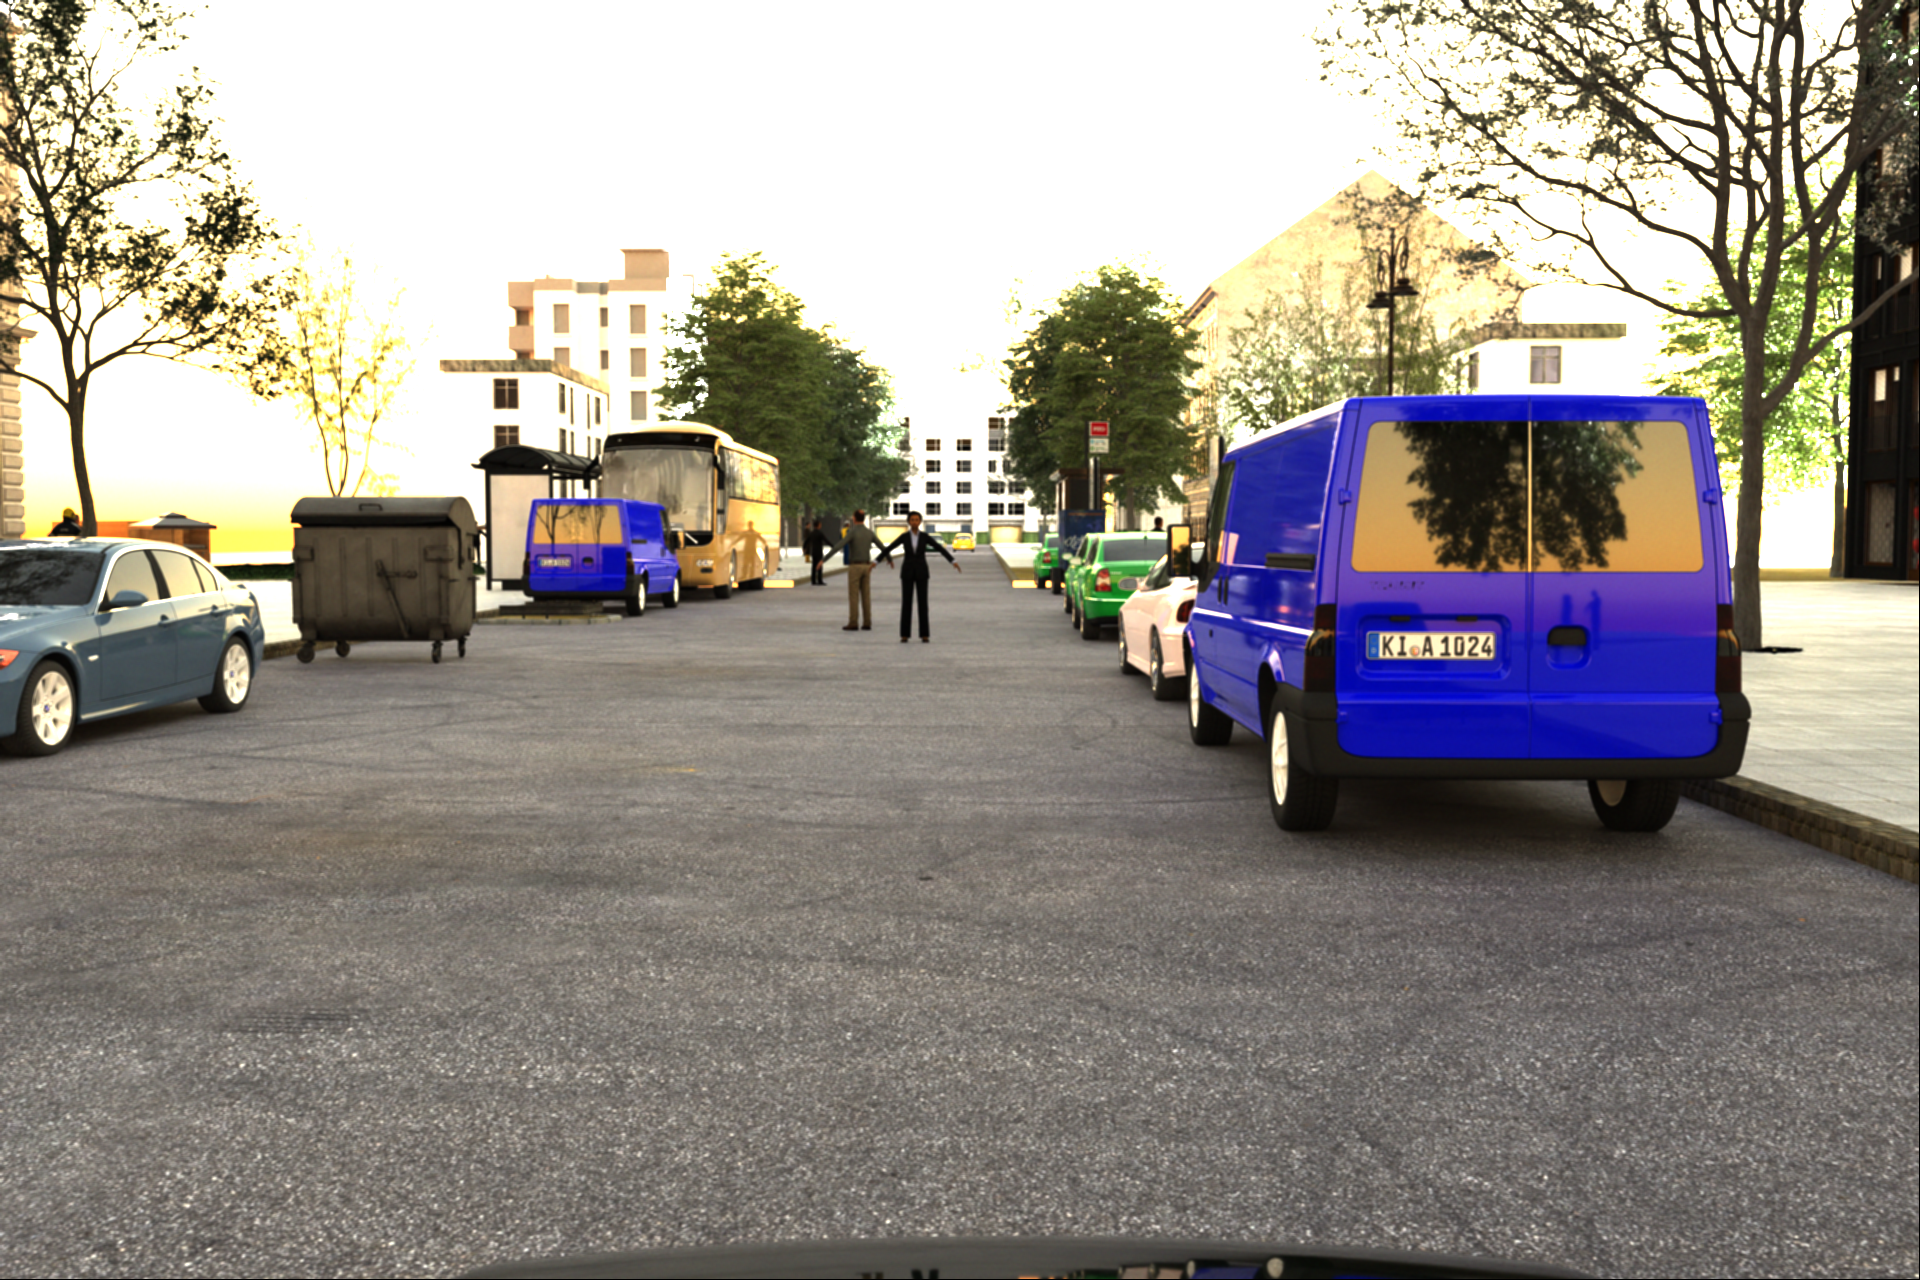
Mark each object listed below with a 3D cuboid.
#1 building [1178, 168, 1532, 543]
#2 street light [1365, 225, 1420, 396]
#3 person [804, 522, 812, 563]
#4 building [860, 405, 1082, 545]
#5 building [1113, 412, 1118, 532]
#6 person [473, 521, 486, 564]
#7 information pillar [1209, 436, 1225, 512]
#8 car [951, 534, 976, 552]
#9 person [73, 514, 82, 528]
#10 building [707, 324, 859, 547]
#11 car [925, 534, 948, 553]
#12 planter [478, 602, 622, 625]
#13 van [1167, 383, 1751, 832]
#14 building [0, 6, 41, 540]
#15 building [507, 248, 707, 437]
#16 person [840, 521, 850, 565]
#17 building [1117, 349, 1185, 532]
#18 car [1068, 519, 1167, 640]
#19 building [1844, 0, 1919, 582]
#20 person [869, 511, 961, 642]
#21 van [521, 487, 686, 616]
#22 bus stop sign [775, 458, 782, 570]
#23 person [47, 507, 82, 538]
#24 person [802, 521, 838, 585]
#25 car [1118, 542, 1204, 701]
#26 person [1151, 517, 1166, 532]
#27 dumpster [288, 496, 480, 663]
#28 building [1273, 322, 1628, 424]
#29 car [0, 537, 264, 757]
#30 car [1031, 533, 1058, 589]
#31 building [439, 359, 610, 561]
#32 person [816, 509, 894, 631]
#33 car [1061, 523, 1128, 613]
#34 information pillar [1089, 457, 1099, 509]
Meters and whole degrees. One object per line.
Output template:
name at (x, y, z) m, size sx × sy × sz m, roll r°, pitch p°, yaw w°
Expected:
building at (24.904, -17.287, 113.579) m, size 19.493 × 23.208 × 18.063 m, roll 0°, pitch 4°, yaw 1°
street light at (6.526, -3.272, 26.289) m, size 0.468 × 5.910 × 1.993 m, roll 0°, pitch 4°, yaw 1°
person at (-6.761, -4.359, 77.408) m, size 0.704 × 1.812 × 1.346 m, roll 1°, pitch 4°, yaw 9°
building at (1.593, -22.994, 244.867) m, size 31.486 × 18.905 × 16.747 m, roll 0°, pitch 4°, yaw -4°
building at (28.118, -22.845, 204.450) m, size 19.493 × 23.208 × 18.063 m, roll 0°, pitch 4°, yaw 0°
person at (-20.102, -4.033, 71.871) m, size 1.347 × 1.837 × 0.705 m, roll 0°, pitch 4°, yaw -4°
information pillar at (6.243, -3.108, 42.124) m, size 0.184 × 3.620 × 1.656 m, roll 0°, pitch 4°, yaw 1°
car at (0.290, -7.839, 138.392) m, size 2.015 × 1.641 × 3.980 m, roll 0°, pitch 3°, yaw 0°
person at (-23.155, -2.401, 45.436) m, size 1.348 × 1.807 × 0.705 m, roll 1°, pitch 4°, yaw 18°
building at (-25.879, -20.844, 184.773) m, size 27.936 × 21.610 × 32.646 m, roll 0°, pitch 4°, yaw 2°
car at (-1.881, -6.479, 117.731) m, size 2.131 × 1.459 × 4.920 m, roll 0°, pitch 4°, yaw 1°
planter at (-6.615, -0.438, 28.307) m, size 1.991 × 0.319 × 1.994 m, roll 0°, pitch 4°, yaw 1°
van at (2.486, -0.343, 9.999) m, size 2.240 × 2.365 × 5.245 m, roll 0°, pitch 4°, yaw 1°
building at (-31.062, -12.913, 38.843) m, size 11.050 × 23.595 × 19.941 m, roll 0°, pitch 4°, yaw 1°
building at (-23.937, -15.867, 115.840) m, size 16.016 × 20.090 × 11.380 m, roll 0°, pitch 4°, yaw 1°
person at (-4.603, -3.975, 70.966) m, size 0.705 × 1.833 × 1.349 m, roll -2°, pitch 4°, yaw -34°
building at (25.100, -18.683, 171.919) m, size 16.747 × 18.905 × 31.486 m, roll 0°, pitch 4°, yaw 1°
car at (2.558, -0.979, 24.809) m, size 1.959 × 1.807 × 4.718 m, roll 0°, pitch 4°, yaw 1°
building at (29.469, -12.758, 37.258) m, size 12.332 × 23.479 × 15.834 m, roll 0°, pitch 4°, yaw 1°
person at (-0.597, -0.837, 22.870) m, size 1.216 × 1.740 × 0.721 m, roll 0°, pitch 4°, yaw -1°
van at (-6.451, -1.684, 31.913) m, size 2.240 × 2.365 × 5.245 m, roll 0°, pitch 4°, yaw 0°
bus stop sign at (-6.711, -4.425, 61.058) m, size 0.855 × 3.939 × 0.416 m, roll 0°, pitch 4°, yaw 1°
person at (-19.098, -1.921, 37.179) m, size 1.351 × 1.858 × 0.704 m, roll 0°, pitch 4°, yaw 6°
person at (-3.977, -2.437, 48.528) m, size 1.346 × 1.802 × 0.704 m, roll 3°, pitch 5°, yaw 39°
car at (2.581, -0.240, 16.281) m, size 2.083 × 1.381 × 4.827 m, roll 0°, pitch 4°, yaw 0°
person at (4.291, -1.752, 37.325) m, size 1.346 × 1.802 × 0.704 m, roll 3°, pitch 5°, yaw 43°
dumpster at (-6.511, -0.699, 19.639) m, size 1.865 × 1.857 × 1.264 m, roll 0°, pitch 4°, yaw 0°
building at (21.940, -8.605, 82.839) m, size 9.099 × 9.664 × 28.070 m, roll 0°, pitch 4°, yaw 0°
car at (-6.699, -0.042, 12.685) m, size 2.014 × 1.417 × 4.499 m, roll 0°, pitch 4°, yaw 1°
car at (2.917, -2.326, 46.819) m, size 1.959 × 1.807 × 4.718 m, roll 0°, pitch 4°, yaw 1°
building at (-24.169, -9.480, 97.141) m, size 9.099 × 9.664 × 28.070 m, roll 0°, pitch 4°, yaw 0°
person at (-1.516, -1.046, 25.838) m, size 1.348 × 1.796 × 0.705 m, roll -3°, pitch 4°, yaw -36°
car at (2.767, -1.290, 29.893) m, size 1.959 × 1.807 × 4.718 m, roll 0°, pitch 3°, yaw 0°
information pillar at (4.128, -3.797, 53.390) m, size 0.184 × 3.620 × 1.656 m, roll 0°, pitch 4°, yaw 0°
